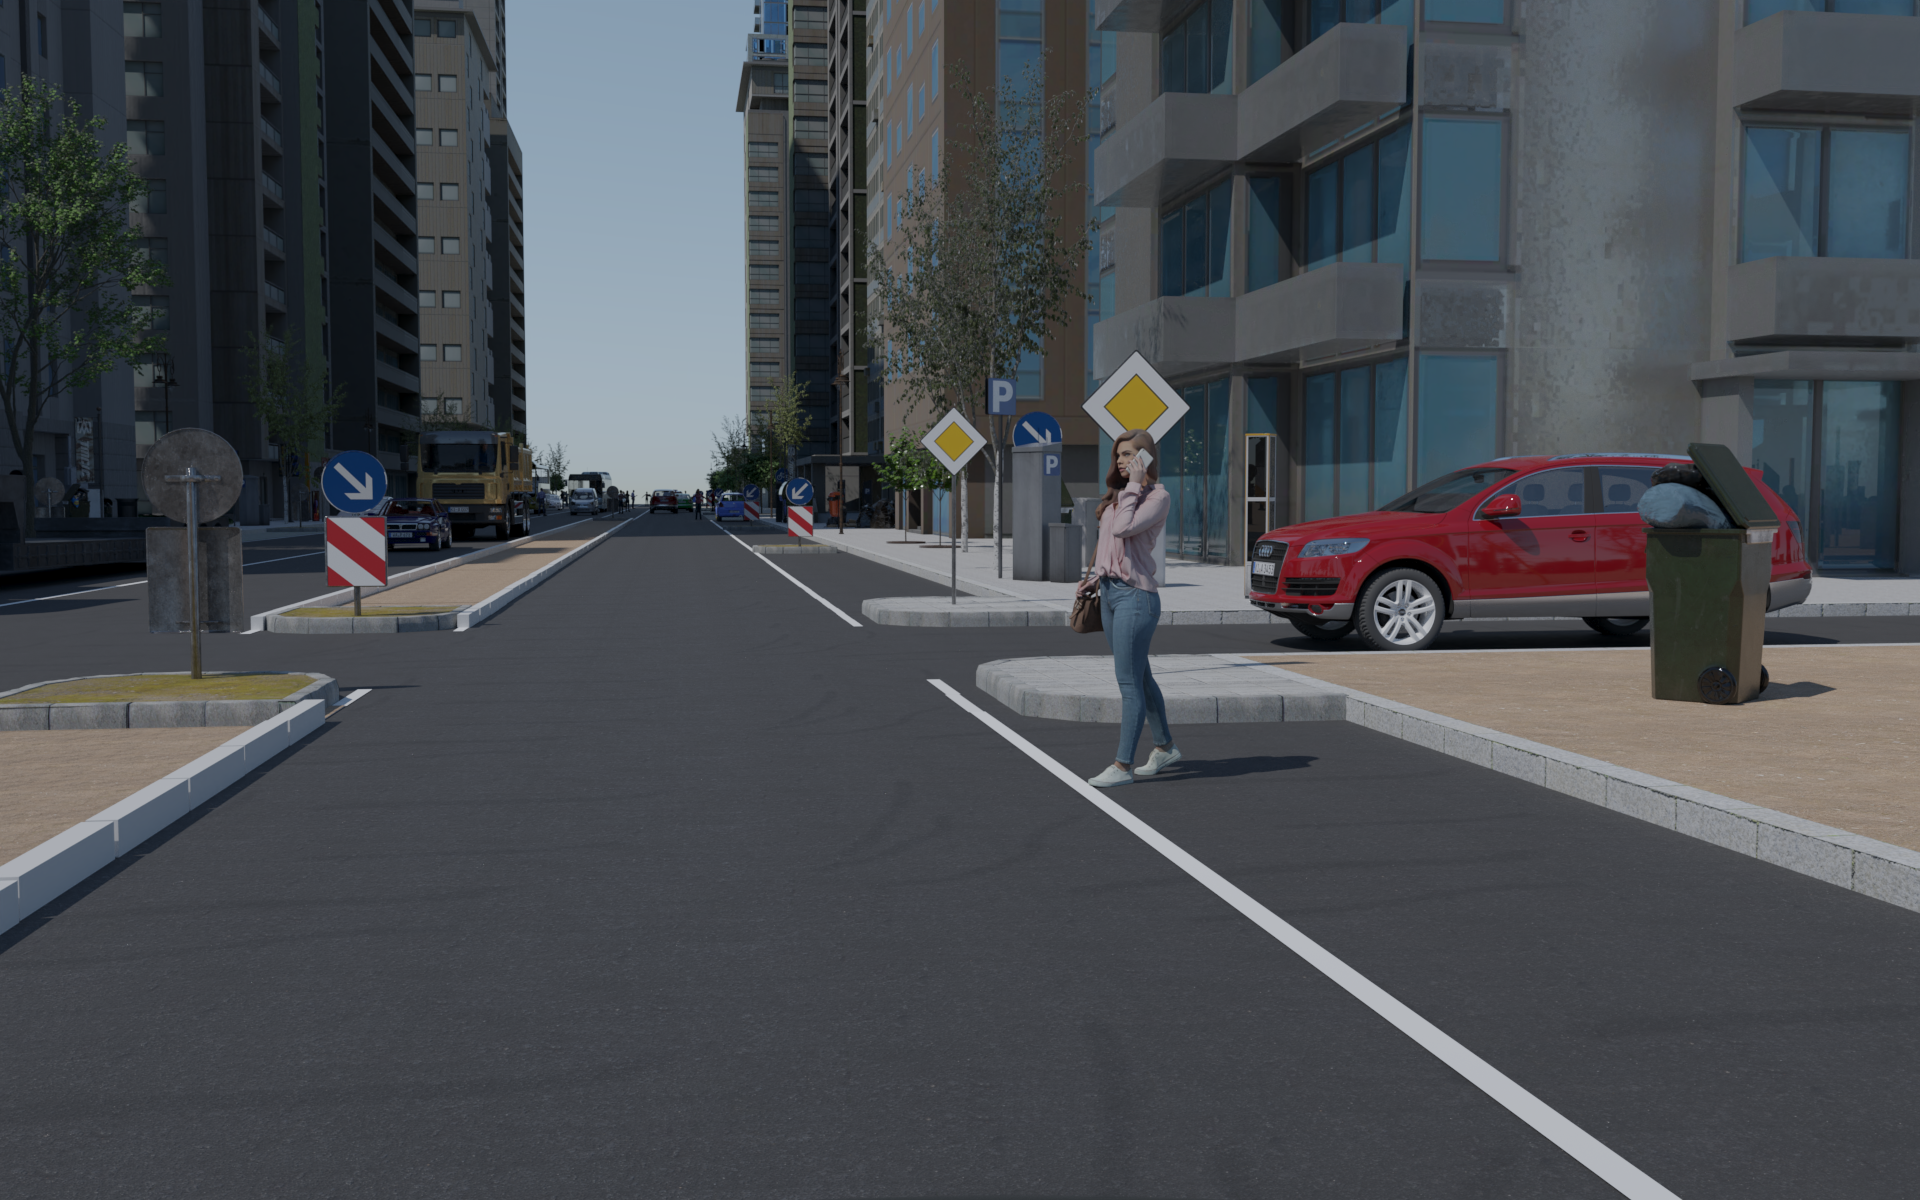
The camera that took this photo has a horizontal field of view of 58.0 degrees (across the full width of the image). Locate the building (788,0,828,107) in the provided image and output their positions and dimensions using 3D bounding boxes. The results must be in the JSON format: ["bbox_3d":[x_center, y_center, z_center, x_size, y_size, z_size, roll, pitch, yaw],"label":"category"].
[{"bbox_3d":[-5.804,-27.261,129.310,14.154,41.232,14.086,-1,4,-9],"label":"building"}]

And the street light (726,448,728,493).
[{"bbox_3d":[-22.662,-12.002,169.025,0.468,5.910,1.993,-1,4,-9],"label":"street light"}]

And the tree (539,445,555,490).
[{"bbox_3d":[-47.649,-14.543,188.146,4.737,8.622,4.395,0,3,0],"label":"tree"}]

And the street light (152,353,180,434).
[{"bbox_3d":[-25.504,-5.075,55.757,0.468,5.910,1.993,-1,4,-9],"label":"street light"}]

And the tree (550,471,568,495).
[{"bbox_3d":[-56.915,-15.909,243.824,4.285,4.588,4.351,0,3,0],"label":"tree"}]

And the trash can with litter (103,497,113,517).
[{"bbox_3d":[-29.815,-2.993,60.315,0.624,1.170,1.055,-1,4,-21],"label":"trash can with litter"}]

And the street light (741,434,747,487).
[{"bbox_3d":[-16.266,-9.657,130.687,0.468,5.910,1.993,-1,4,-9],"label":"street light"}]

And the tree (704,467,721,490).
[{"bbox_3d":[-24.324,-12.167,182.642,4.285,4.588,4.351,0,3,0],"label":"tree"}]

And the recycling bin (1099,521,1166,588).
[{"bbox_3d":[2.381,-0.697,23.949,0.722,1.027,0.722,-1,4,-18],"label":"recycling bin"}]

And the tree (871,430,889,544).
[{"bbox_3d":[-1.526,-3.073,44.847,1.663,3.219,1.824,0,3,0],"label":"tree"}]

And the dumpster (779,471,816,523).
[{"bbox_3d":[-7.085,-4.470,75.570,1.502,2.255,1.985,-1,4,-9],"label":"dumpster"}]

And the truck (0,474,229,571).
[{"bbox_3d":[-15.398,-2.289,27.192,2.967,4.110,18.799,0,4,-8],"label":"truck"}]

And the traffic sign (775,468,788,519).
[{"bbox_3d":[-8.666,-5.189,84.946,0.768,2.556,0.104,0,4,-3],"label":"traffic sign"}]

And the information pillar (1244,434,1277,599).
[{"bbox_3d":[3.677,-1.023,21.213,0.304,2.012,0.304,2,4,26],"label":"information pillar"}]

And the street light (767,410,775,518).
[{"bbox_3d":[-10.200,-7.391,93.635,0.468,5.910,1.993,-1,4,-9],"label":"street light"}]

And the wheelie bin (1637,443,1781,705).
[{"bbox_3d":[4.647,-0.177,10.810,0.693,1.594,0.980,3,5,42],"label":"wheelie bin"}]

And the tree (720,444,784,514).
[{"bbox_3d":[-12.836,-7.840,111.899,4.285,4.588,4.351,0,3,0],"label":"tree"}]

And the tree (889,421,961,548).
[{"bbox_3d":[-0.404,-2.865,41.447,1.663,3.219,1.824,0,3,0],"label":"tree"}]

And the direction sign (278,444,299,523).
[{"bbox_3d":[-30.221,-5.262,78.031,0.876,3.537,0.379,-2,4,-31],"label":"direction sign"}]

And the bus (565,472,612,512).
[{"bbox_3d":[-29.307,-8.719,137.407,2.948,3.499,13.247,0,4,-8],"label":"bus"}]

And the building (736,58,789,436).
[{"bbox_3d":[-12.078,-37.961,209.903,28.713,52.752,27.495,-1,4,-9],"label":"building"}]

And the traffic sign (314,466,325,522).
[{"bbox_3d":[-29.335,-4.866,79.661,0.768,2.556,0.104,0,4,-1],"label":"traffic sign"}]

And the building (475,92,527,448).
[{"bbox_3d":[-64.984,-35.955,211.558,21.300,48.544,21.600,-1,4,-9],"label":"building"}]

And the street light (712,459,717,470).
[{"bbox_3d":[-30.038,-14.748,213.913,0.468,5.910,1.993,-1,4,-9],"label":"street light"}]

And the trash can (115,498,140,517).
[{"bbox_3d":[-27.553,-2.794,57.328,0.748,1.137,0.748,0,3,0],"label":"trash can"}]

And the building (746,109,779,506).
[{"bbox_3d":[-16.148,-30.878,188.447,14.154,41.232,14.086,-1,4,-9],"label":"building"}]

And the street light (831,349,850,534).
[{"bbox_3d":[-3.794,-5.042,55.221,0.468,5.910,1.993,-1,4,-9],"label":"street light"}]

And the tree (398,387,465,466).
[{"bbox_3d":[-36.185,-10.296,118.699,4.360,8.622,3.978,0,3,0],"label":"tree"}]

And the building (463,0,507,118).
[{"bbox_3d":[-68.950,-48.521,231.565,20.563,71.187,20.611,-1,4,-9],"label":"building"}]

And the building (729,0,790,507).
[{"bbox_3d":[-20.212,-56.541,237.122,22.319,86.520,31.000,-1,4,-9],"label":"building"}]

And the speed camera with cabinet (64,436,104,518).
[{"bbox_3d":[-29.653,-3.931,58.605,2.038,3.252,0.660,3,5,44],"label":"speed camera with cabinet"}]

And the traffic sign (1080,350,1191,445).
[{"bbox_3d":[1.225,-0.521,12.167,0.795,2.450,0.064,-1,4,-9],"label":"traffic sign"}]

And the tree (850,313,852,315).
[{"bbox_3d":[-0.132,-5.342,37.697,4.360,8.622,3.978,0,3,0],"label":"tree"}]

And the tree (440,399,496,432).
[{"bbox_3d":[-39.109,-11.338,135.735,4.737,8.622,4.395,0,3,0],"label":"tree"}]

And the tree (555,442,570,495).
[{"bbox_3d":[-55.825,-17.654,239.003,4.737,8.622,4.395,0,3,0],"label":"tree"}]

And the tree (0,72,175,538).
[{"bbox_3d":[-23.970,-7.232,43.998,9.928,11.665,9.643,0,3,0],"label":"tree"}]

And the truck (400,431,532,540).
[{"bbox_3d":[-15.553,-3.657,55.710,3.469,3.379,9.791,0,4,-8],"label":"truck"}]

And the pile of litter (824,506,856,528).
[{"bbox_3d":[-4.437,-3.225,66.694,1.719,0.858,1.176,-1,4,-10],"label":"pile of litter"}]

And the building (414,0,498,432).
[{"bbox_3d":[-65.307,-36.533,186.546,28.713,52.752,27.495,-1,4,-9],"label":"building"}]

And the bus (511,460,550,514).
[{"bbox_3d":[-31.613,-8.227,126.058,2.896,3.916,12.252,-1,4,-9],"label":"bus"}]

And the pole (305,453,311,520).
[{"bbox_3d":[-31.721,-5.528,84.227,0.158,3.312,0.155,0,3,0],"label":"pole"}]

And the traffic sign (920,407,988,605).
[{"bbox_3d":[-0.074,-1.003,20.046,0.795,2.450,0.064,-1,4,-9],"label":"traffic sign"}]

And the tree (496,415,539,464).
[{"bbox_3d":[-42.730,-12.891,161.134,4.737,8.622,4.395,0,3,0],"label":"tree"}]

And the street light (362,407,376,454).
[{"bbox_3d":[-31.584,-7.331,92.653,0.468,5.910,1.993,-1,4,-9],"label":"street light"}]

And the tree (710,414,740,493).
[{"bbox_3d":[-20.615,-12.712,158.203,4.737,8.622,4.395,0,3,0],"label":"tree"}]

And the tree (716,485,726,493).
[{"bbox_3d":[-27.489,-12.612,200.813,1.663,3.219,1.824,0,3,0],"label":"tree"}]

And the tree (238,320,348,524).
[{"bbox_3d":[-28.531,-7.537,73.595,4.737,8.622,4.395,0,3,0],"label":"tree"}]

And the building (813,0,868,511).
[{"bbox_3d":[0.324,-41.199,111.854,20.563,71.187,20.611,-1,4,-9],"label":"building"}]

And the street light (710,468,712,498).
[{"bbox_3d":[-36.149,-17.061,251.736,0.468,5.910,1.993,-1,4,-9],"label":"street light"}]

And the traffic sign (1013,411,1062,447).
[{"bbox_3d":[1.191,-1.633,26.808,0.768,2.556,0.104,0,4,-3],"label":"traffic sign"}]

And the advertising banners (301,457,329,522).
[{"bbox_3d":[-30.287,-5.206,81.303,0.090,3.025,2.074,1,4,19],"label":"advertising banners"}]

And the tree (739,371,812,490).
[{"bbox_3d":[-10.743,-9.394,103.955,4.737,8.622,4.395,0,3,0],"label":"tree"}]

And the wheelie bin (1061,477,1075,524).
[{"bbox_3d":[1.347,-1.208,27.662,0.980,1.594,0.693,-3,5,-39],"label":"wheelie bin"}]

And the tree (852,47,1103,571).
[{"bbox_3d":[0.566,-4.814,29.076,4.360,8.622,3.978,0,3,0],"label":"tree"}]

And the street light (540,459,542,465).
[{"bbox_3d":[-51.386,-14.661,212.490,0.468,5.910,1.993,-1,4,-9],"label":"street light"}]

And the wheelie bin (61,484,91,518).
[{"bbox_3d":[-26.556,-2.701,52.077,0.693,1.594,0.980,-3,5,-44],"label":"wheelie bin"}]
